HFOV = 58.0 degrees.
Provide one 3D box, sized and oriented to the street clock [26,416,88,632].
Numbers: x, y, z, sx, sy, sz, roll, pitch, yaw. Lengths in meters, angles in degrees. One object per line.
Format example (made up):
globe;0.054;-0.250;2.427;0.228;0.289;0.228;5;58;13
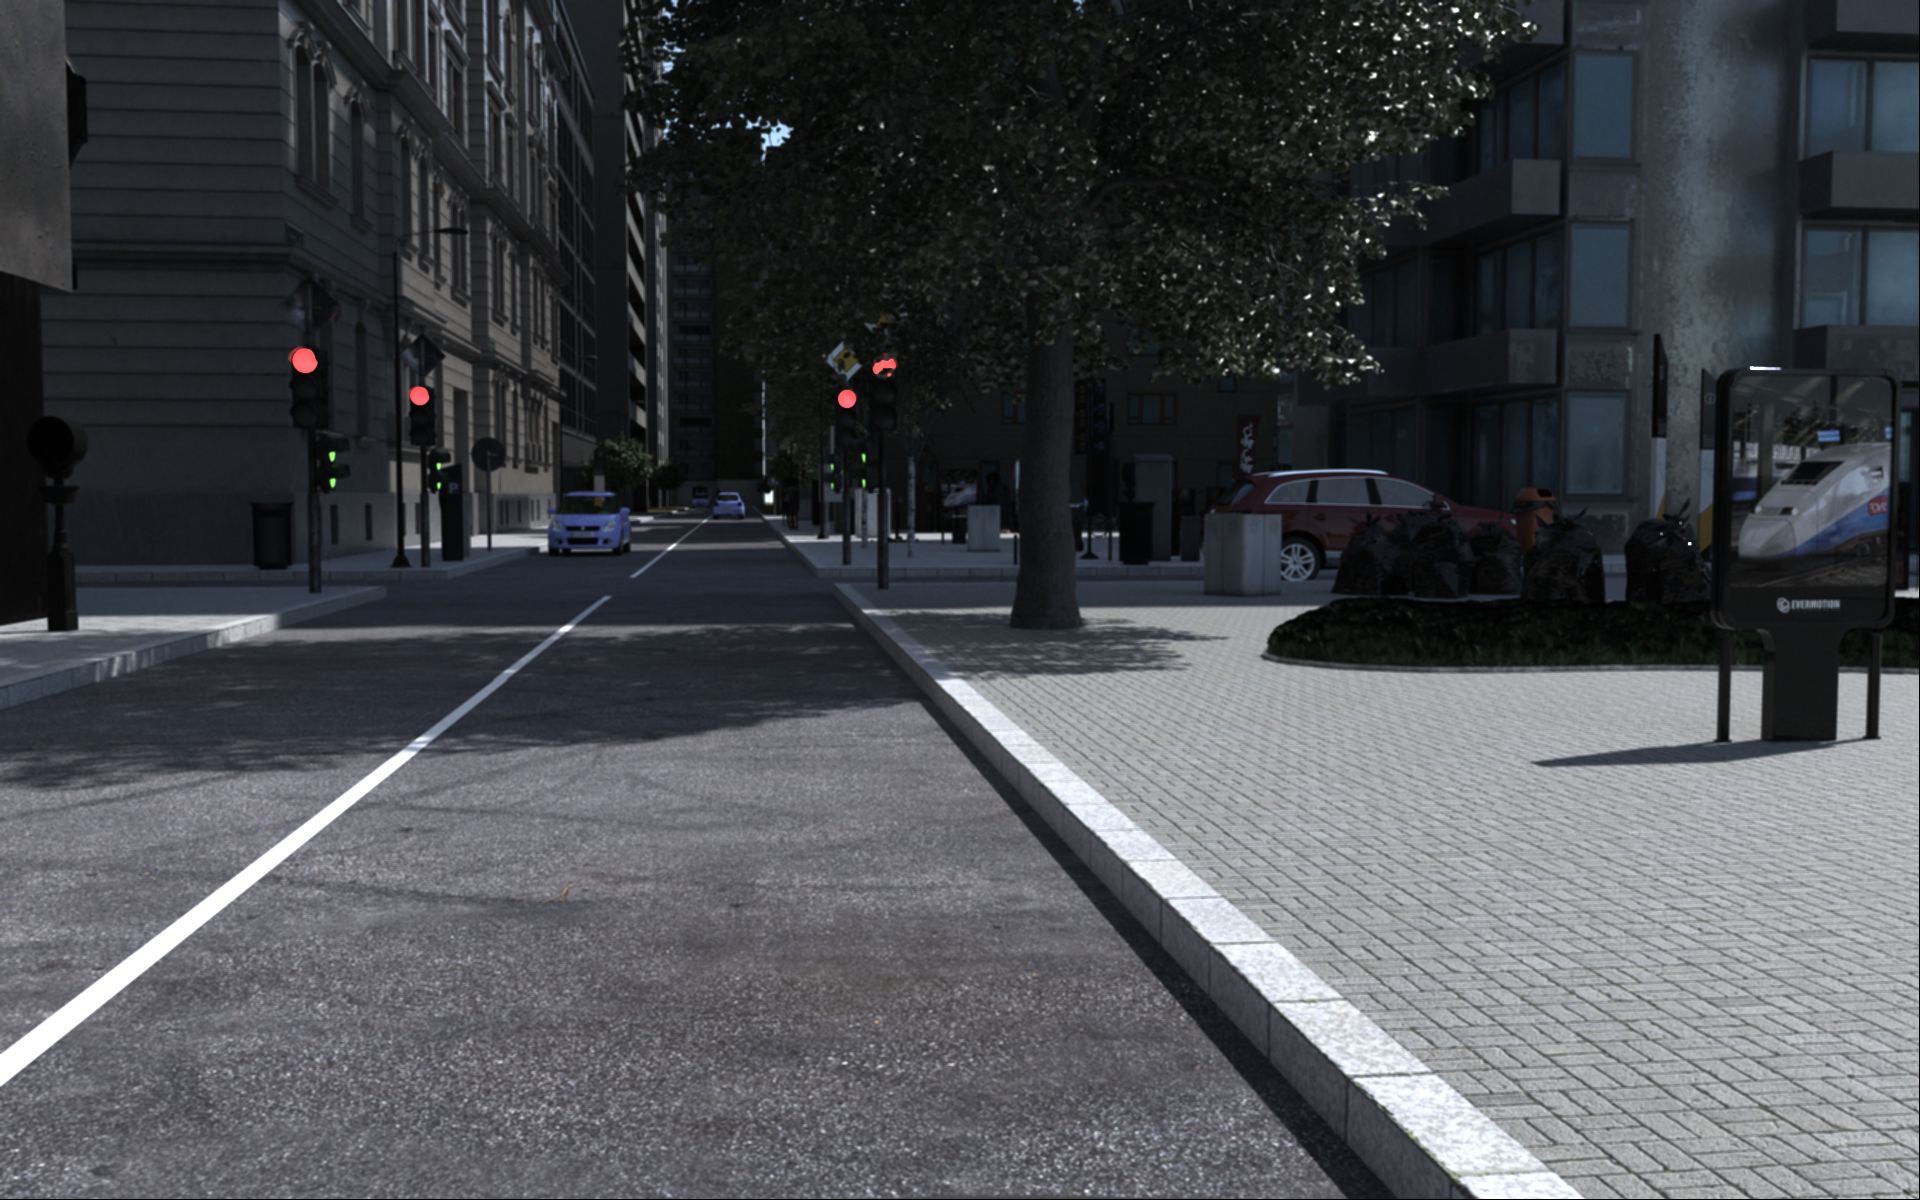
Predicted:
street clock;-8.419;-0.711;16.199;0.471;2.002;0.358;0;4;5

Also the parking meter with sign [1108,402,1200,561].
parking meter with sign;3.703;-2.251;33.071;1.738;3.016;0.543;0;4;2

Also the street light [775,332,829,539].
street light;-4.446;-4.673;48.951;1.470;5.913;1.316;0;4;-7

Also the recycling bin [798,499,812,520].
recycling bin;-7.691;-4.471;85.663;0.722;1.027;0.722;-1;4;-9

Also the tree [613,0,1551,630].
tree;0.902;-6.711;16.378;9.857;13.997;8.962;0;3;0

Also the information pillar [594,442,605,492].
information pillar;-16.040;-5.245;77.106;0.504;3.616;0.183;0;4;0

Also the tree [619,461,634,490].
tree;-16.780;-5.440;83.551;1.663;3.219;1.824;0;3;0

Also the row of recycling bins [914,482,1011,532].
row of recycling bins;-0.017;-3.168;58.904;3.534;1.692;1.069;-1;4;-13

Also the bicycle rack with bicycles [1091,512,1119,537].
bicycle rack with bicycles;5.597;-2.366;52.059;2.925;0.926;2.852;1;4;22

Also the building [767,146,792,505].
building;-15.333;-31.446;197.740;14.086;41.232;14.154;0;4;-7

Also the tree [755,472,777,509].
tree;-18.865;-10.602;167.950;1.663;3.219;1.824;0;3;0

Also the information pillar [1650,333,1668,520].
information pillar;10.292;-2.090;25.531;0.183;3.616;0.504;3;4;37

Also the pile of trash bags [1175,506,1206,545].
pile of trash bags;6.400;-2.148;44.867;1.912;1.369;3.447;2;4;31

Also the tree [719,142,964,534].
tree;-3.755;-8.406;55.567;7.486;12.596;7.792;0;3;0

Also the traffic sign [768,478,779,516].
traffic sign;-10.769;-6.153;100.705;0.768;2.556;0.104;0;4;-5

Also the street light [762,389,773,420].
street light;-8.044;-6.389;77.005;1.470;5.913;1.316;0;4;-7

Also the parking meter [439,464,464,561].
parking meter;-9.756;-1.681;33.200;0.399;1.863;0.255;-2;4;-33

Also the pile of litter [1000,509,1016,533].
pile of litter;1.930;-2.629;56.956;1.719;0.858;1.176;-1;4;-10

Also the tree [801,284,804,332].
tree;-2.083;-5.541;40.966;4.360;8.622;3.978;0;3;0

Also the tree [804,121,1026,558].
tree;-0.741;-5.162;34.765;4.360;8.622;3.978;0;3;0

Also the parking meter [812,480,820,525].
parking meter;-5.909;-3.998;71.071;0.255;1.863;0.399;1;4;9

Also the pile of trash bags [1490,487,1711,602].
pile of trash bags;7.376;-0.478;17.575;3.447;1.369;1.912;2;4;28

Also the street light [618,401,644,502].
street light;-16.492;-6.978;86.629;1.470;5.913;1.316;0;4;-7

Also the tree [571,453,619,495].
tree;-17.177;-5.281;80.946;1.663;3.219;1.824;0;3;0

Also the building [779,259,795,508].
building;-0.007;-17.952;138.556;27.650;21.520;28.899;0;4;-7

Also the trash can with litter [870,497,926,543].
trash can with litter;-1.567;-2.176;46.635;1.678;1.210;2.233;0;4;1

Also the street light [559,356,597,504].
street light;-12.898;-5.248;58.342;1.470;5.913;1.316;0;4;-7

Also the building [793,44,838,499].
building;-4.075;-21.028;115.504;14.160;30.474;14.107;0;4;-7

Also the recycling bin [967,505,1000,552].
recycling bin;0.525;-1.593;38.598;0.722;1.027;0.722;0;4;0

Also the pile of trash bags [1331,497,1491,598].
pile of trash bags;6.604;-0.789;22.653;3.447;1.369;1.912;-2;4;-35

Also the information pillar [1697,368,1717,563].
information pillar;14.048;-2.509;32.373;0.504;3.616;0.183;0;4;-4

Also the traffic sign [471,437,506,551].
traffic sign;-10.571;-2.369;38.843;0.768;2.556;0.104;0;4;-1

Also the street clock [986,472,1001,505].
street clock;1.069;-3.131;55.764;0.471;2.002;0.358;0;4;-1

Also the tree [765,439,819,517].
tree;-9.179;-6.941;97.192;4.285;4.588;4.351;0;3;0

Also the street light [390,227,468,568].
street light;-9.252;-3.528;30.220;1.470;5.913;1.316;0;4;-7

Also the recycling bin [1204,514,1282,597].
recycling bin;3.601;-0.581;22.061;0.722;1.027;0.722;-3;4;-37

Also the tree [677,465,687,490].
tree;-26.100;-10.446;154.499;4.285;4.588;4.351;0;3;0

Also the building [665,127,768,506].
building;-29.324;-31.347;196.109;14.086;41.232;14.154;0;4;-7

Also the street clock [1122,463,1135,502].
street clock;3.935;-2.166;39.987;0.358;2.002;0.471;2;4;34

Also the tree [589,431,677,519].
tree;-17.427;-6.467;89.452;4.285;4.588;4.351;0;3;0

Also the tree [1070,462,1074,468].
tree;2.495;-3.427;50.635;1.663;3.219;1.824;0;3;0
